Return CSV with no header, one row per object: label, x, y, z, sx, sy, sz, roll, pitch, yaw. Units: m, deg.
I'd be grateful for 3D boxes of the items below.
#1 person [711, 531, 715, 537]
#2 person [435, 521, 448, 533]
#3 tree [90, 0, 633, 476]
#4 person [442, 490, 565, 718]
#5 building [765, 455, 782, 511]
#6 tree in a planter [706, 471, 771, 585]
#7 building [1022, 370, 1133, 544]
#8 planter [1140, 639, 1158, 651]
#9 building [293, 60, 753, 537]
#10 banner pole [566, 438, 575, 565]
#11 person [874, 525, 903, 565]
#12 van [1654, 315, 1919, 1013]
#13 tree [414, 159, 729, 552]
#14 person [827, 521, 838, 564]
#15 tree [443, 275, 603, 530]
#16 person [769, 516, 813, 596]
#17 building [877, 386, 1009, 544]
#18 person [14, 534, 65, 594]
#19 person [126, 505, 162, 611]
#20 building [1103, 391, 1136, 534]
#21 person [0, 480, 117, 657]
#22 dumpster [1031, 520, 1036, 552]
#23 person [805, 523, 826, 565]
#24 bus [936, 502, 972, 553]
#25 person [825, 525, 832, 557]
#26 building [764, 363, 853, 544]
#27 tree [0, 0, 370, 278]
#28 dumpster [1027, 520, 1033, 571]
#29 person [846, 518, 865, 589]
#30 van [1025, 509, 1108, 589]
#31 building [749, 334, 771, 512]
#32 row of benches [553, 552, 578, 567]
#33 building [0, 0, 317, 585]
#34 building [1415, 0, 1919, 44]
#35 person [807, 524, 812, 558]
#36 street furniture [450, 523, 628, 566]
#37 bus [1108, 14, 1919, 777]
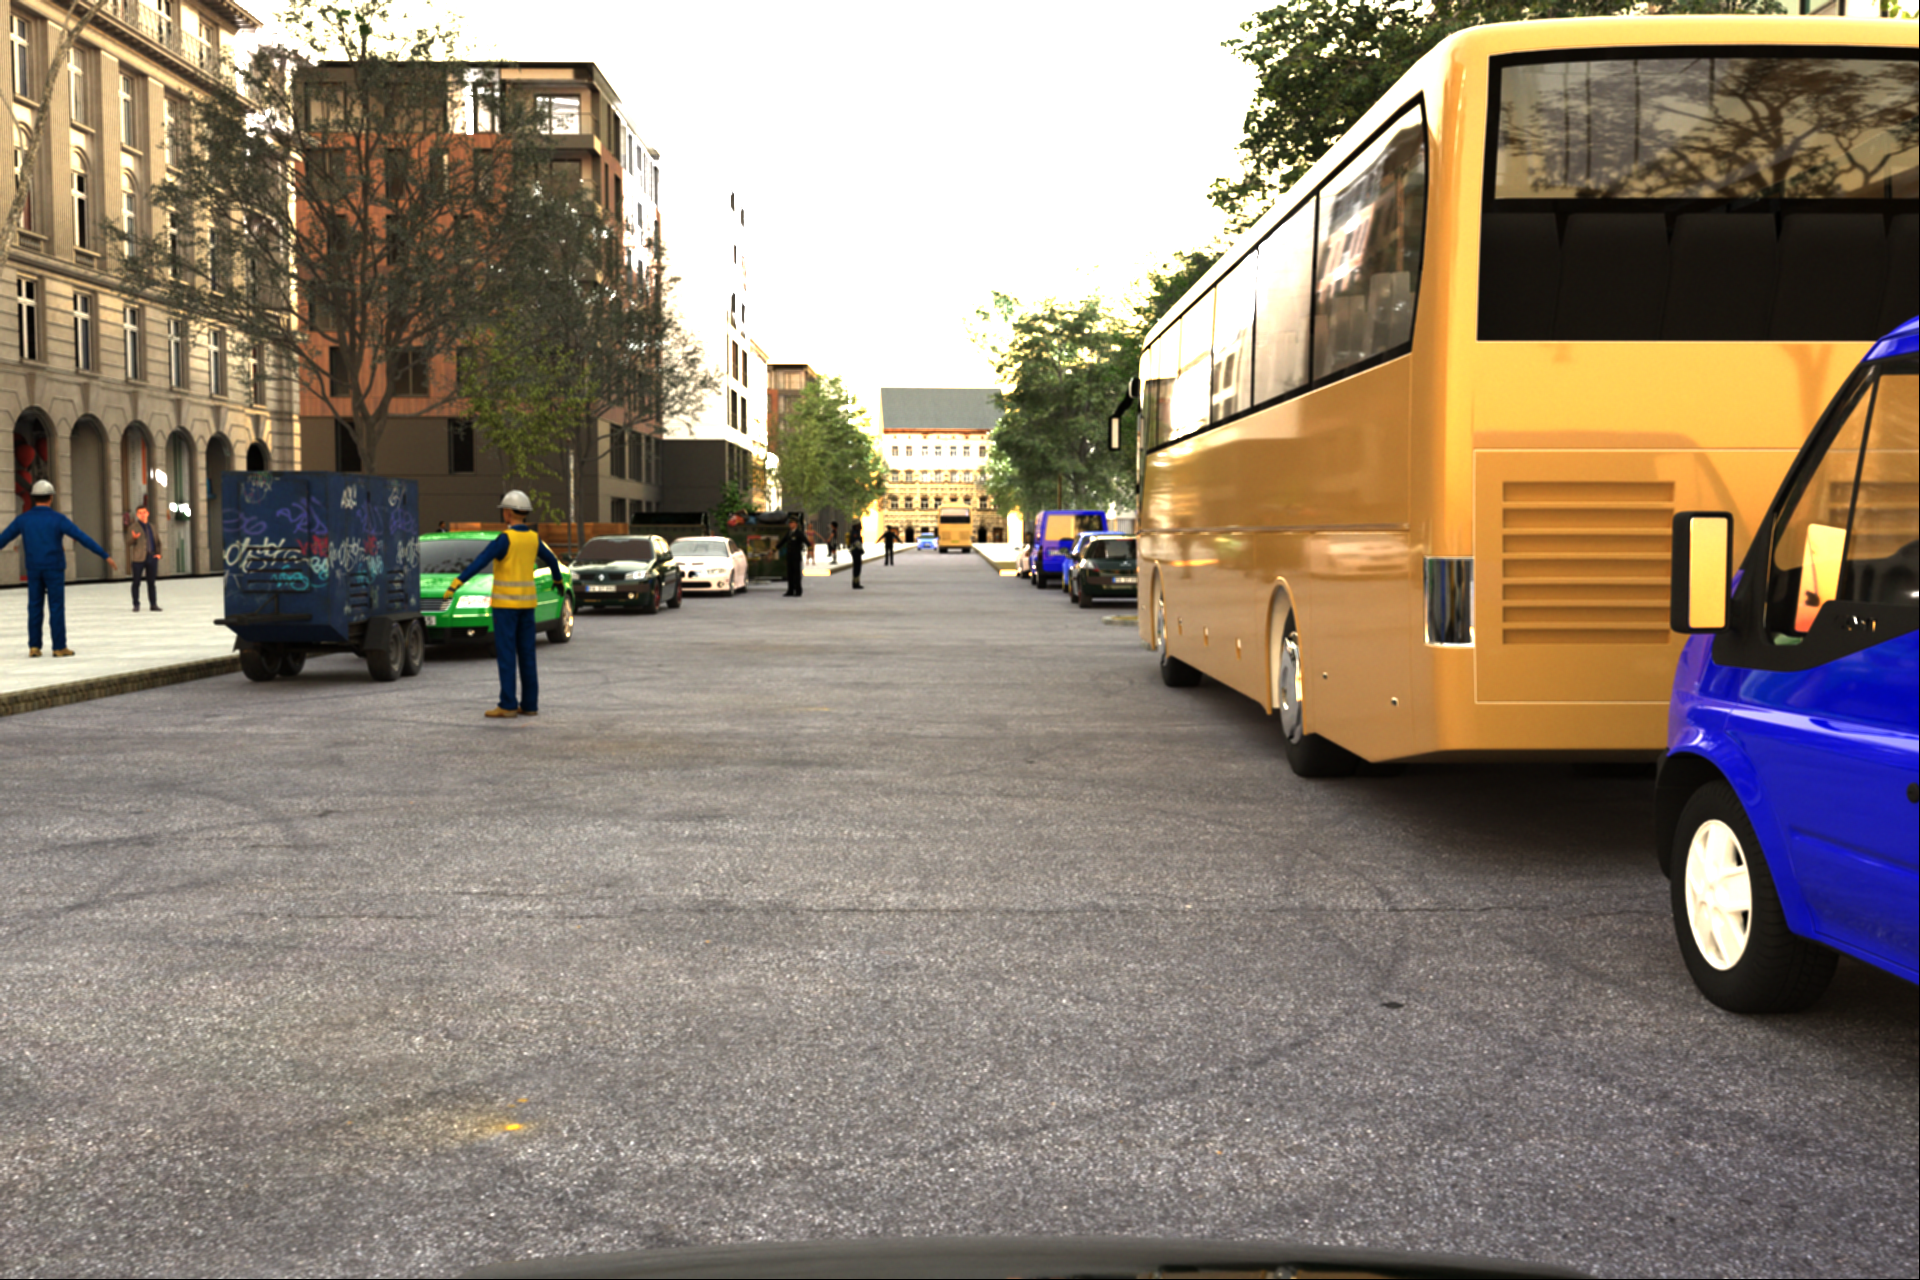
person,-10.854,-4.062,75.674,0.991,1.433,0.599,-2,4,-28
person,-18.695,-3.428,62.765,0.721,1.740,1.216,3,5,43
tree,-12.251,-7.670,35.770,12.009,13.543,11.850,0,3,0
person,-3.560,-0.289,13.655,0.721,1.772,1.216,2,4,33
building,-24.223,-15.280,191.968,9.099,9.664,28.070,0,4,1
tree in a planter,-6.429,-3.185,49.301,1.991,3.239,1.994,0,4,0
building,22.130,-23.609,229.982,27.936,21.610,32.646,0,4,0
planter,3.302,-0.039,21.780,1.991,0.319,1.994,0,4,0
building,-26.596,-15.132,91.377,27.936,21.610,32.646,0,4,-1
banner pole,-10.186,-3.385,45.360,0.401,3.779,0.863,0,3,0
person,-3.253,-4.341,79.360,1.347,1.837,0.705,-1,4,-13
van,3.204,0.057,3.450,2.240,2.365,5.245,0,3,0
tree,-12.854,-9.021,57.869,12.009,13.543,11.850,0,3,0
person,-5.435,-4.171,74.335,0.704,1.843,1.345,1,4,9
tree,-12.548,-6.021,48.809,4.737,8.622,4.395,0,3,0
person,-3.847,-1.925,39.873,1.347,1.837,0.705,3,4,37
building,-2.834,-25.902,256.883,18.063,23.208,19.493,0,4,-5
person,-19.826,-1.884,37.262,1.216,1.778,0.721,1,4,11
person,-13.447,-1.350,28.651,0.617,1.759,0.750,-3,5,-40
building,21.384,-20.757,195.792,16.016,20.090,11.380,0,3,0
person,-9.564,-0.749,18.130,1.347,1.842,0.705,0,4,-7
dumpster,3.066,-2.658,51.669,1.865,1.857,1.264,0,3,0
person,-6.191,-3.981,71.894,1.217,1.733,0.721,-1,4,-13
bus,-0.432,-8.668,133.275,2.896,3.916,12.252,0,4,-1
person,-7.427,-5.622,98.053,0.705,1.813,1.348,-1,4,-14
building,-28.697,-23.213,223.500,27.936,21.610,32.646,0,3,0
tree,-11.522,-9.995,19.302,12.611,20.169,13.585,0,3,0
dumpster,3.024,-2.790,53.837,1.865,1.857,1.264,0,4,0
person,-2.680,-2.277,45.470,0.705,1.856,1.354,0,4,-8
van,2.945,-2.613,47.106,2.240,2.365,5.245,0,4,0
building,-25.767,-18.851,139.139,19.493,23.208,18.063,0,4,-1
row of benches,-15.009,-2.849,62.042,4.104,0.672,1.422,1,4,18
building,-27.943,-12.565,46.102,13.314,22.015,24.055,0,3,0
building,28.181,-14.948,50.965,21.656,26.213,47.522,0,3,0
person,-7.962,-5.216,91.460,0.705,1.806,1.347,0,4,-4
street furniture,-16.689,-3.907,70.727,11.010,1.723,9.812,3,4,36
bus,3.126,-1.314,13.029,2.896,3.916,12.252,0,4,0
